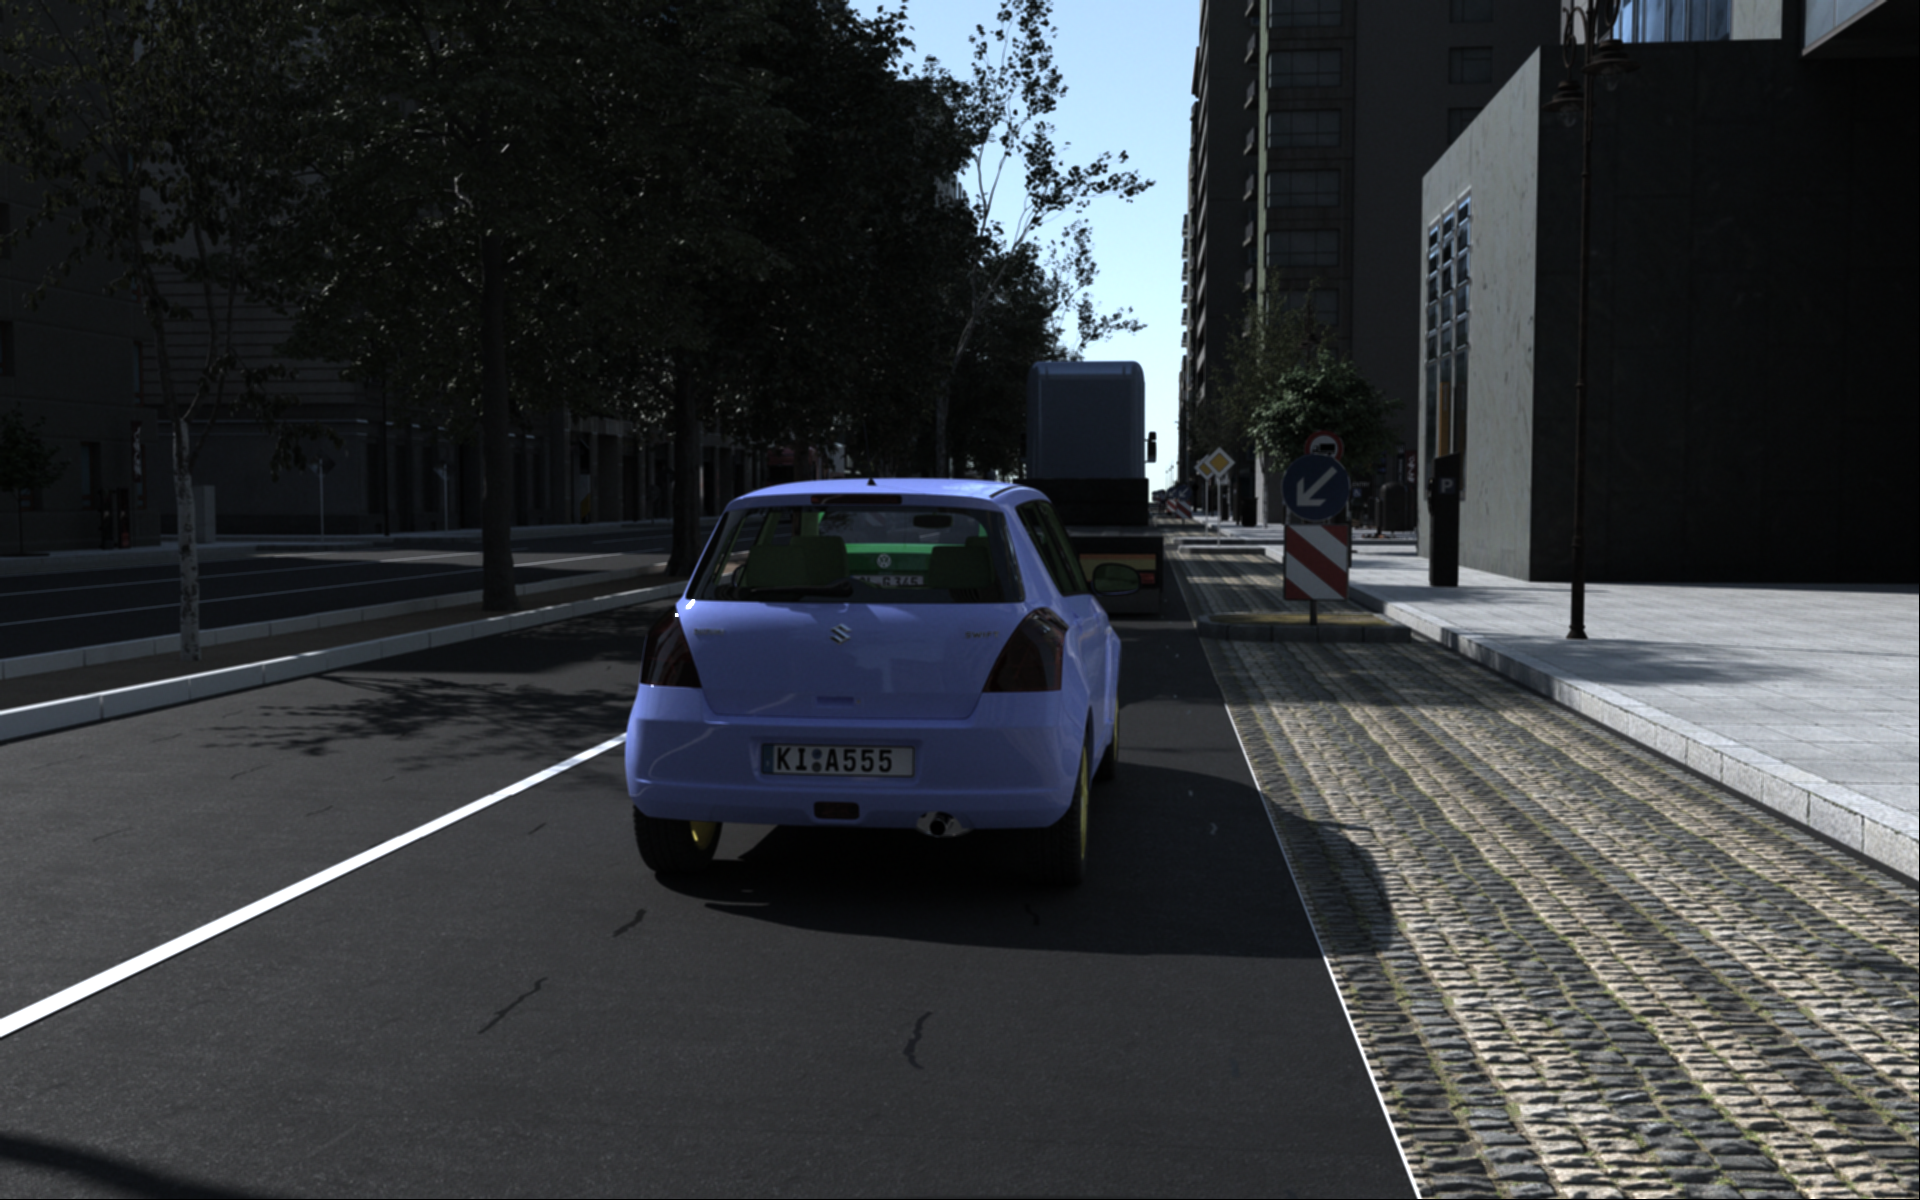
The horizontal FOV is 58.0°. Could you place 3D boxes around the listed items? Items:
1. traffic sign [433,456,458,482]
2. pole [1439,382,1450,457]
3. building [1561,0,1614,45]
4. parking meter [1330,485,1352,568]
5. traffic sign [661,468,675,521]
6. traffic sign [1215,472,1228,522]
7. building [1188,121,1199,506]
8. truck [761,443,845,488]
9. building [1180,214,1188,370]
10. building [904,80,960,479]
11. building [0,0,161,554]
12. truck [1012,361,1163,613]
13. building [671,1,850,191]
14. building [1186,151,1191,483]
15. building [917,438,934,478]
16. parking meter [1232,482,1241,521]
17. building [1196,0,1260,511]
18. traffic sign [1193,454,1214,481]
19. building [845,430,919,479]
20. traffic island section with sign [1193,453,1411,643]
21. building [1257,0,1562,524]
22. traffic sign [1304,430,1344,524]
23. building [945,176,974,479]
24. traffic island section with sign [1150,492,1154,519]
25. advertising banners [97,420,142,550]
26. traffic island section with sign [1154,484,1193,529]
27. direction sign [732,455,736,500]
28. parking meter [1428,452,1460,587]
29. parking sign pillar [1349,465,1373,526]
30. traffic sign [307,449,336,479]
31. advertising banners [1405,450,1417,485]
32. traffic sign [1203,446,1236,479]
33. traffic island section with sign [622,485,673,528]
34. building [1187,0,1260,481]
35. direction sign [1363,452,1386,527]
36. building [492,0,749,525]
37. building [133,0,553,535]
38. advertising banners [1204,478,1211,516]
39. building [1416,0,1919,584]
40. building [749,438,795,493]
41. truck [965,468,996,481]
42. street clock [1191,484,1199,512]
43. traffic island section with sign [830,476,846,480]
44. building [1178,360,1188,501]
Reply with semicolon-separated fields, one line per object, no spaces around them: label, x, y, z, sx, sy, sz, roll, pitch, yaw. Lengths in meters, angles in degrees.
traffic sign;-15.601;-3.079;52.530;0.795;2.593;0.064;0;4;6
pole;8.827;-2.311;31.623;0.158;3.312;0.155;0;3;0
building;35.964;-31.392;55.257;28.212;58.520;21.231;0;4;6
parking meter;6.661;-1.337;30.274;0.372;1.533;0.369;0;3;0
traffic sign;-14.046;-5.092;83.365;0.768;2.556;0.104;1;4;15
traffic sign;11.888;-4.686;78.751;0.606;2.300;0.079;1;4;14
building;32.260;-31.011;190.626;14.154;41.232;14.086;0;4;6
truck;-8.208;-6.300;91.914;2.839;4.237;11.283;0;4;5
building;45.279;-39.551;266.270;23.786;49.044;30.456;0;4;6
building;-15.178;-38.970;226.396;28.713;52.752;27.495;0;4;6
building;-35.655;-11.320;30.125;28.899;21.520;27.650;0;4;6
truck;2.001;-2.419;29.317;2.967;4.110;18.799;0;4;5
building;-21.261;-32.064;143.853;23.786;49.044;30.456;0;4;6
building;35.296;-34.552;215.029;14.600;45.320;14.200;0;4;6
building;-10.724;-25.903;195.209;14.160;30.474;14.107;0;4;6
parking meter;13.076;-4.654;81.807;0.255;1.863;0.399;-2;4;-31
building;30.653;-31.739;142.628;21.300;48.544;21.600;0;4;6
traffic sign;7.165;-2.931;50.114;0.795;2.593;0.064;0;4;6
building;-19.661;-20.148;174.460;27.650;21.520;28.899;0;4;6
traffic island section with sign;3.419;-0.546;17.558;1.989;1.847;2.006;0;4;6
building;20.786;-24.227;79.712;14.154;41.232;14.086;0;4;6
traffic sign;7.199;-2.092;34.318;0.768;2.556;0.104;1;4;15
building;-9.597;-38.862;255.003;23.786;49.044;30.456;0;4;6
traffic island section with sign;12.111;-5.577;99.809;1.989;1.847;2.006;0;4;6
advertising banners;-19.588;-2.709;40.480;0.090;3.025;2.074;0;4;2
traffic island section with sign;9.230;-3.904;72.465;1.989;1.847;2.006;0;4;6
direction sign;-13.166;-6.665;100.969;0.379;3.537;0.876;0;4;5
parking meter;6.709;-1.121;24.039;0.399;1.863;0.255;0;4;4
parking sign pillar;16.025;-4.988;70.032;1.447;3.967;1.447;0;4;4
traffic sign;-16.439;-2.593;44.589;0.795;2.593;0.064;0;4;6
advertising banners;18.567;-4.430;68.619;2.074;3.025;0.090;3;5;41
traffic sign;6.327;-2.445;42.173;0.795;2.593;0.064;0;4;6
traffic island section with sign;-13.319;-4.027;74.461;1.989;1.847;2.006;0;4;6
building;33.502;-31.413;168.232;22.147;44.769;28.867;0;4;6
direction sign;16.356;-4.668;68.326;0.876;3.537;0.379;1;4;19
building;-24.253;-17.428;89.465;19.350;26.468;34.151;0;4;6
building;-22.510;-13.073;62.894;9.793;20.994;18.267;0;4;6
advertising banners;14.597;-6.472;102.005;0.090;3.025;2.074;0;4;0
building;18.885;-43.048;16.513;22.319;86.520;31.000;0;4;6
building;-18.269;-17.159;116.706;11.583;22.565;21.152;0;4;6
truck;1.994;-12.082;186.459;2.839;4.237;11.283;0;4;8
street clock;16.703;-7.250;123.102;0.471;2.002;0.358;-1;4;-16
traffic island section with sign;-3.171;-2.163;43.496;2.006;1.907;1.989;0;4;6
building;43.995;-23.941;236.469;27.650;21.520;28.899;0;4;6
